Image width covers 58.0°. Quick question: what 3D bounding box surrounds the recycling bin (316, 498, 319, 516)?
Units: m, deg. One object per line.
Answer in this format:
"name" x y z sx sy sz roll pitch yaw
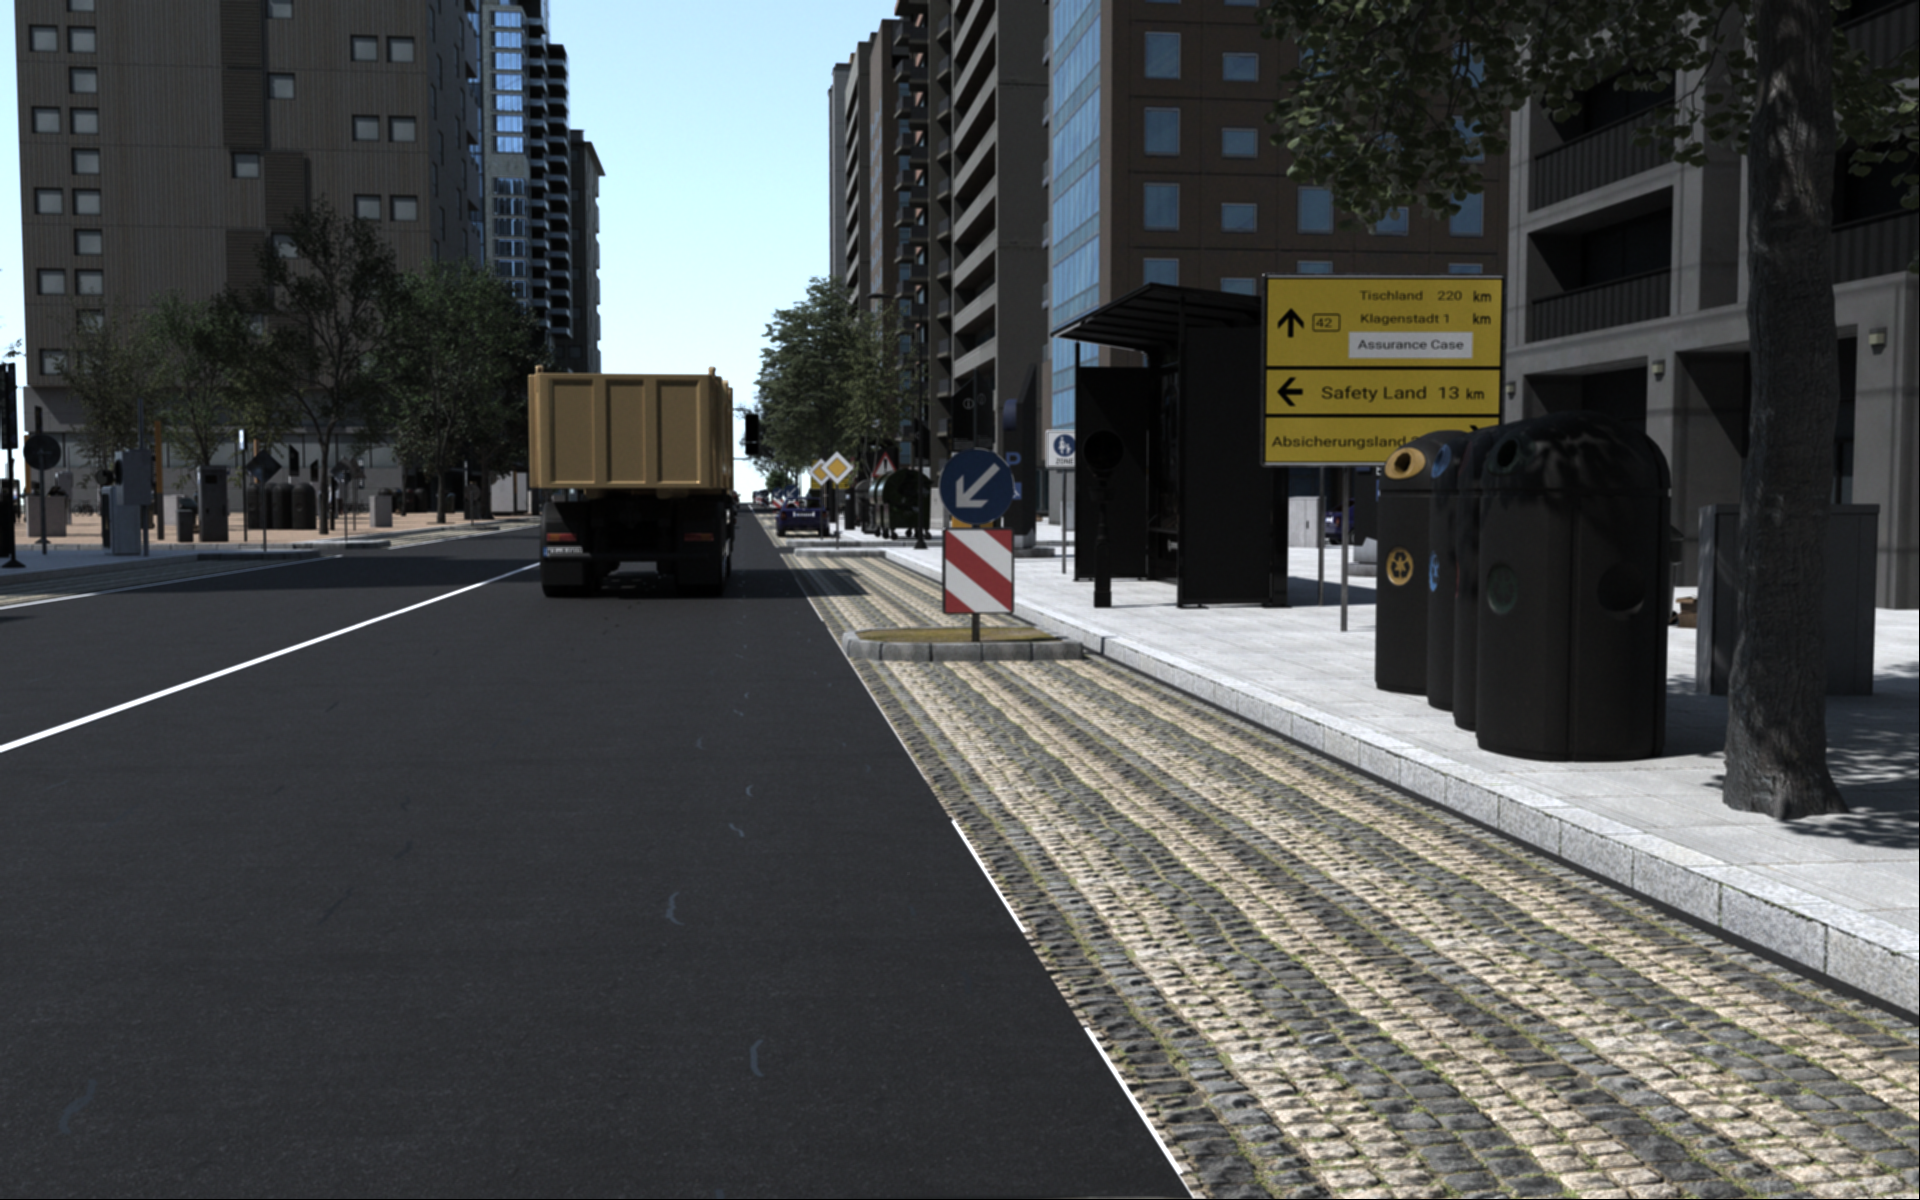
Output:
"recycling bin" -37.651 -5.374 100.412 0.722 1.027 0.722 1 4 9

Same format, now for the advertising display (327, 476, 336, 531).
"advertising display" -22.219 -3.427 61.241 0.123 1.923 0.974 -2 4 -27

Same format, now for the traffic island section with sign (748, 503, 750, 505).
"traffic island section with sign" -20.057 -10.121 174.102 1.989 1.847 2.006 0 4 -7

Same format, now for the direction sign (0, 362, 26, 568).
"direction sign" -16.547 -2.335 30.171 0.379 3.537 0.876 -3 5 -44

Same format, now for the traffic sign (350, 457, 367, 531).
"traffic sign" -21.071 -3.682 60.208 0.884 2.594 0.081 0 4 1

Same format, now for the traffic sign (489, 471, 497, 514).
"traffic sign" -25.910 -5.838 95.563 0.768 2.556 0.104 0 4 -6

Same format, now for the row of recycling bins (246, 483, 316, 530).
"row of recycling bins" -24.772 -3.426 63.132 3.534 1.692 1.069 2 4 34

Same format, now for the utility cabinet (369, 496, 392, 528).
"utility cabinet" -22.380 -3.411 66.926 0.306 1.237 1.020 1 4 19

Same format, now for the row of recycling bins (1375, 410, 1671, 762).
"row of recycling bins" 3.153 -0.174 9.964 1.069 1.692 3.534 0 4 3

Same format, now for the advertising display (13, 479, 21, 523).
"advertising display" -41.862 -4.357 76.450 0.974 1.923 0.123 2 4 24

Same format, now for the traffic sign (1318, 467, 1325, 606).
"traffic sign" 4.127 -1.078 19.749 0.606 2.300 0.079 0 4 -4

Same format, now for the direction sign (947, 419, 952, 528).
"direction sign" -0.225 -3.701 52.500 0.379 3.537 0.876 1 4 20

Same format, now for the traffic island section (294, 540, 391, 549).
"traffic island section" -16.514 -1.484 46.537 2.009 0.180 2.903 0 4 -7

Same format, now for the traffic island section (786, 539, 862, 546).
"traffic island section" -3.822 -1.581 48.128 2.009 0.180 2.903 0 4 -7

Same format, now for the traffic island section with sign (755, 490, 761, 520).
"traffic island section with sign" -10.377 -5.433 97.454 1.989 1.847 2.006 0 4 -7

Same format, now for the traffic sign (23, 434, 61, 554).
"traffic sign" -19.475 -2.242 36.770 0.768 2.556 0.104 0 4 -7

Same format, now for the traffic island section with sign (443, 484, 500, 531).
"traffic island section with sign" -19.287 -3.659 68.445 1.989 1.847 2.006 0 4 -7

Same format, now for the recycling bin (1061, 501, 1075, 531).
"recycling bin" 3.900 -2.899 59.956 0.722 1.027 0.722 0 4 -7

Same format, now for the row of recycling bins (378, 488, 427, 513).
"row of recycling bins" -37.684 -6.724 117.044 1.069 1.692 3.534 3 5 39

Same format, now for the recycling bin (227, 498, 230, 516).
"recycling bin" -43.499 -5.467 101.945 0.722 1.027 0.722 0 4 6

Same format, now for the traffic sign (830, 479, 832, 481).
"traffic sign" -5.326 -4.563 74.708 0.768 2.556 0.104 0 4 -7

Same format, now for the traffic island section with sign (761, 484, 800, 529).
"traffic island section with sign" -7.008 -3.797 70.709 1.989 1.847 2.006 0 4 -7

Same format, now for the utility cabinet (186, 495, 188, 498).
"utility cabinet" -44.051 -5.303 97.865 1.020 1.237 0.306 2 4 26

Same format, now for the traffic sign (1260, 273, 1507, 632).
"traffic sign" 3.908 -1.358 16.069 2.265 3.308 0.079 0 4 -1

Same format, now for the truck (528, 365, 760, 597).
"truck" -4.984 -1.956 27.899 3.469 3.379 9.791 0 4 -6

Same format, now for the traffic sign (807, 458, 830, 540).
"traffic sign" -3.844 -2.716 48.048 0.795 2.450 0.064 0 4 -7

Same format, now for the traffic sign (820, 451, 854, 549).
"traffic sign" -2.845 -2.231 40.125 0.795 2.450 0.064 0 4 -7

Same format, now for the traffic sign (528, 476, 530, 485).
"traffic sign" -28.004 -6.939 113.565 0.768 2.556 0.104 0 4 2

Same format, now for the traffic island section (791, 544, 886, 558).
"traffic island section" -2.822 -1.096 40.205 2.009 0.180 2.903 0 4 -7

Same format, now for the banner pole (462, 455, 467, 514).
"banner pole" -31.918 -7.447 111.779 0.401 3.779 0.863 -2 4 -34

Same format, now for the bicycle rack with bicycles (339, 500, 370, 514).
"bicycle rack with bicycles" -39.533 -6.054 112.358 2.852 0.926 2.925 3 5 43

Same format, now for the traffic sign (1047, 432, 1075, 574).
"traffic sign" 1.674 -1.571 27.812 0.606 2.300 0.079 0 4 -5

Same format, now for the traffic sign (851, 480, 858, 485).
"traffic sign" -6.274 -6.057 99.041 0.884 2.594 0.081 0 4 -2

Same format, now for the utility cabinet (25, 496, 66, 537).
"utility cabinet" -27.373 -2.490 51.868 1.020 1.237 0.306 -3 5 -40

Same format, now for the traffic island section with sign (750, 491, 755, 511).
"traffic island section with sign" -16.681 -8.485 147.358 1.989 1.847 2.006 0 4 -7

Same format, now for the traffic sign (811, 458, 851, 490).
"traffic sign" -7.360 -6.402 98.550 2.265 3.308 0.079 0 4 -5

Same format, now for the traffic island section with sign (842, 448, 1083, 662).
"traffic island section with sign" -0.053 -0.430 15.654 1.989 1.847 2.006 0 4 -7

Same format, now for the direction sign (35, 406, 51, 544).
"direction sign" -23.826 -3.235 44.883 0.379 3.537 0.876 -1 4 -19

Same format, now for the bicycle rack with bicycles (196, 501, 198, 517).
"bicycle rack with bicycles" -42.237 -4.992 94.999 2.852 0.926 2.925 -3 5 -41

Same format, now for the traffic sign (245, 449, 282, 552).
"traffic sign" -15.492 -2.135 38.556 0.795 2.450 0.064 0 4 -7

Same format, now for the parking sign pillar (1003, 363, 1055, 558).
"parking sign pillar" 1.217 -2.857 35.184 1.447 3.967 1.447 1 4 14

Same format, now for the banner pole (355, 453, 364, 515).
"banner pole" -36.625 -7.068 105.580 0.863 3.779 0.401 2 4 26

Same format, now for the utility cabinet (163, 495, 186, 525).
"utility cabinet" -32.345 -3.662 71.039 1.020 1.237 0.306 2 4 25

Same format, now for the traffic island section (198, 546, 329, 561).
"traffic island section" -15.514 -0.999 38.615 2.009 0.180 2.903 0 4 -7

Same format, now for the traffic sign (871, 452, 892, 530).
"traffic sign" -2.281 -3.250 53.140 0.884 2.594 0.081 0 4 1

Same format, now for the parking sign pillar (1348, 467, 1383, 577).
"parking sign pillar" 6.808 -2.366 27.162 1.447 3.967 1.447 -2 4 -32

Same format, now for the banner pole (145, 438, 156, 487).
"banner pole" -36.323 -5.372 77.854 0.401 3.779 0.863 3 5 41

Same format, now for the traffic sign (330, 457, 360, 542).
"traffic sign" -16.491 -2.620 46.478 0.795 2.450 0.064 0 4 -7

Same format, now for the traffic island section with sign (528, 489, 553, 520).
"traffic island section with sign" -22.664 -5.294 95.189 1.989 1.847 2.006 0 4 -7
